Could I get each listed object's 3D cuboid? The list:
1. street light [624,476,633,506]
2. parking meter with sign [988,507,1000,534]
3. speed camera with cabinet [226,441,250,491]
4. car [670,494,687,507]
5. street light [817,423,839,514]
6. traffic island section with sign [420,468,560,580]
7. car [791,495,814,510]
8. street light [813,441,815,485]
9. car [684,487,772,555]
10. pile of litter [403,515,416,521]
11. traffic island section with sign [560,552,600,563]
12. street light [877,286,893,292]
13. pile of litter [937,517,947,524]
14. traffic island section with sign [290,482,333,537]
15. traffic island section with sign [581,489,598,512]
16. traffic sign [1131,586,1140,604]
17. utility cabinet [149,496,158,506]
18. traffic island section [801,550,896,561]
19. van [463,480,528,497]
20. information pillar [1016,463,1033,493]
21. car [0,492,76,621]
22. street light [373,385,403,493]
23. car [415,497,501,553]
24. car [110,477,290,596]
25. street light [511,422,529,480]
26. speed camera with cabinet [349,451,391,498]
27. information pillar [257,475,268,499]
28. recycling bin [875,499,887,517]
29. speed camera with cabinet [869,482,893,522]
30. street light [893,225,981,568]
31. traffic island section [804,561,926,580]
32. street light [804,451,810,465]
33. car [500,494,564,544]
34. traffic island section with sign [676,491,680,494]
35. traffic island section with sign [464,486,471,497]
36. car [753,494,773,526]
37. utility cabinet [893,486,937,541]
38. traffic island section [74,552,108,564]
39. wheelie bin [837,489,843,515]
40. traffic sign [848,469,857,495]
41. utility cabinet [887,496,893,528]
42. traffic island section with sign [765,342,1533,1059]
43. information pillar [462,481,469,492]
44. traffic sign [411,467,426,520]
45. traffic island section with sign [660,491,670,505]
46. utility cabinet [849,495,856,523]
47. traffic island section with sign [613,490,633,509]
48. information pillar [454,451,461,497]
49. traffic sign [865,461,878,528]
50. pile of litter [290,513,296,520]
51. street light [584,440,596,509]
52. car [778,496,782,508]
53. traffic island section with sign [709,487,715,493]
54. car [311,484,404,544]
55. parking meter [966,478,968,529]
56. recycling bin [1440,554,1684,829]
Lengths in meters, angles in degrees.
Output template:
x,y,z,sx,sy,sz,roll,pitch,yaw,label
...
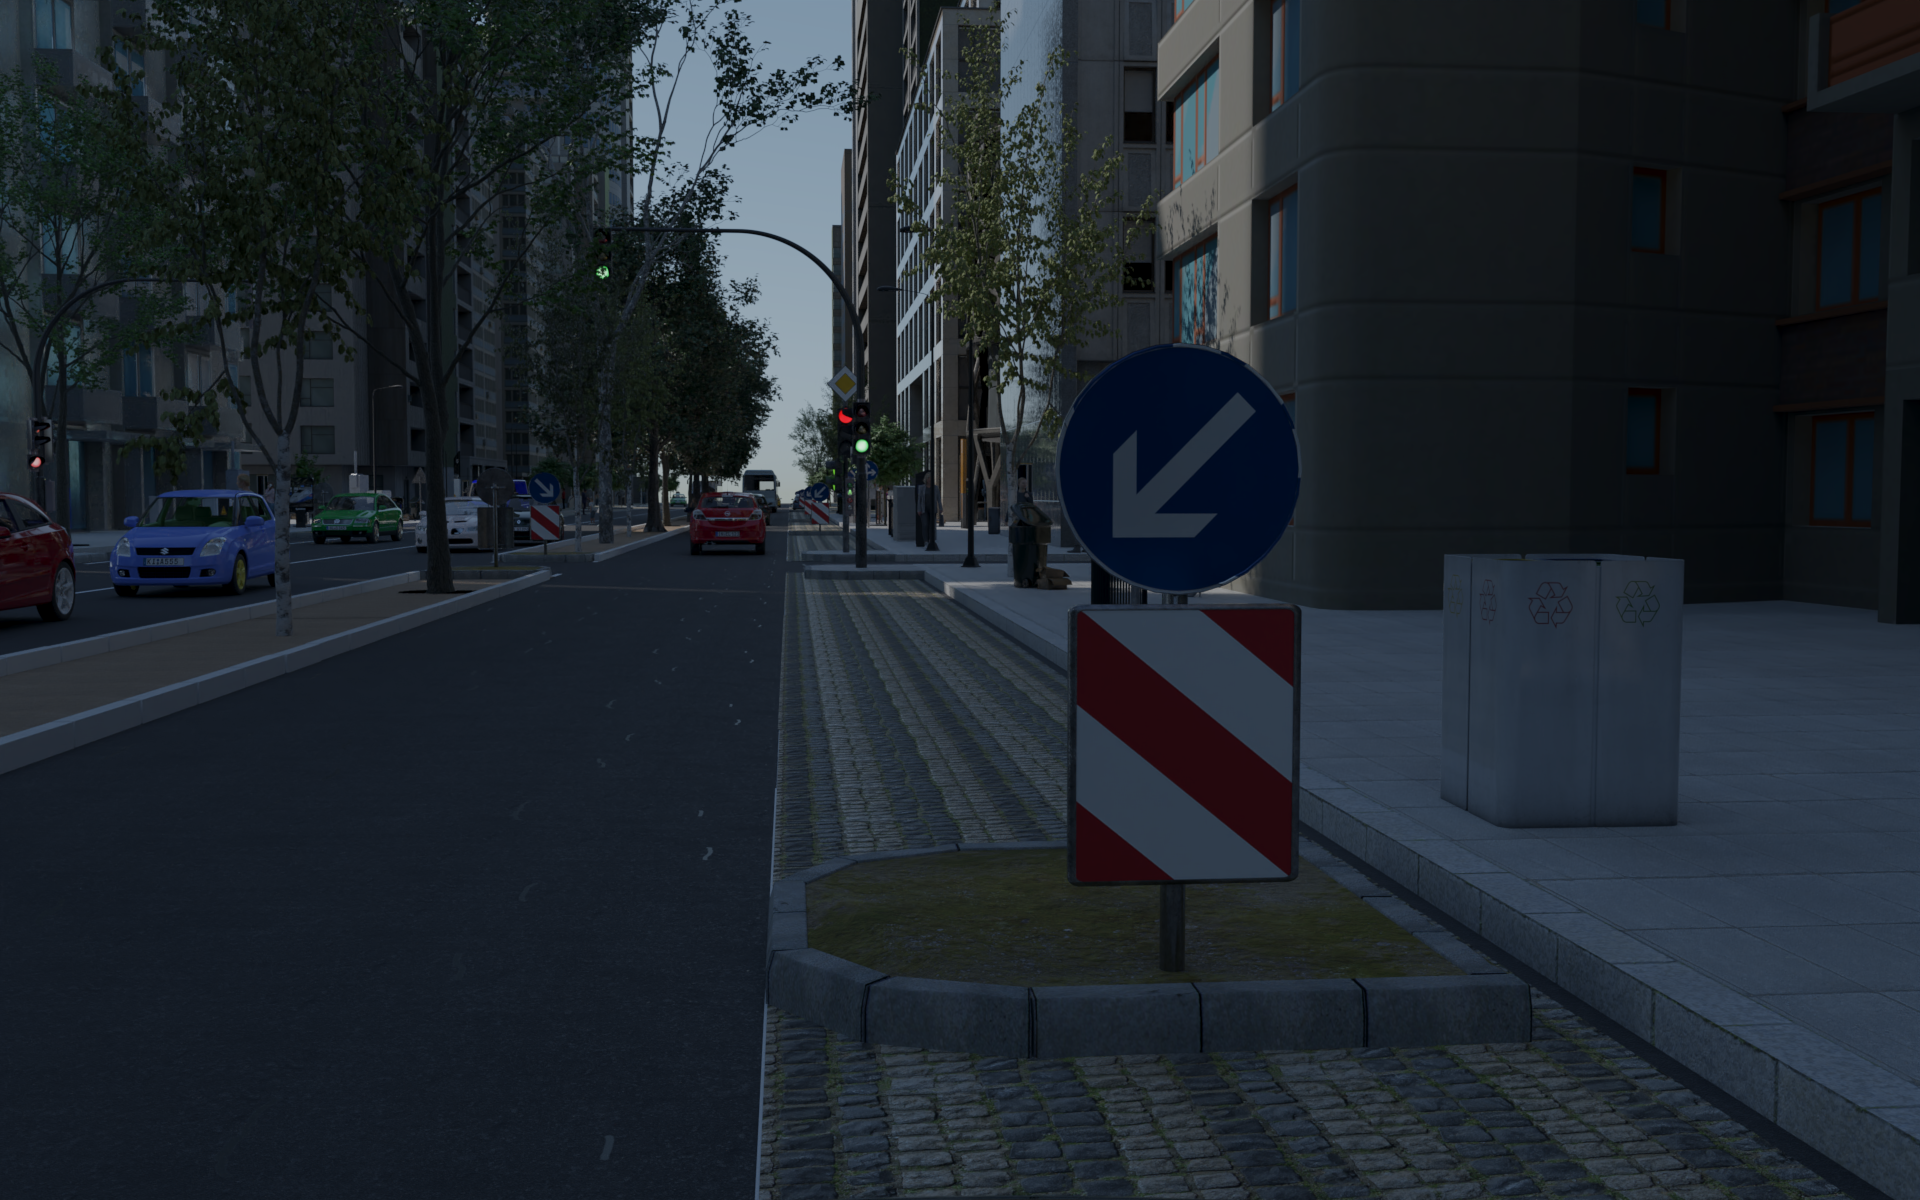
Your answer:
x,y,z,sx,sy,sz,roll,pitch,yaw,label
-35.539,-13.098,186.699,1.470,5.913,1.316,0,4,-6,street light
1.769,-3.596,55.056,1.738,3.016,0.543,1,4,11,parking meter with sign
-27.019,-4.247,63.776,0.660,3.252,2.038,1,4,13,speed camera with cabinet
-32.175,-11.575,198.052,1.959,1.807,4.718,0,4,-7,car
-8.605,-8.682,114.489,1.470,5.913,1.316,0,4,-6,street light
-8.095,-1.324,29.782,2.006,1.907,1.989,0,4,-6,traffic island section with sign
-12.946,-8.016,143.058,2.014,1.417,4.499,0,4,-5,car
-12.160,-10.956,151.671,1.470,5.913,1.316,0,4,-6,street light
-5.660,-2.033,42.277,2.155,1.783,4.494,0,4,-7,car
-26.360,-4.115,81.246,1.719,0.858,1.176,-1,4,-18,pile of litter
-8.810,-1.775,37.155,2.006,1.907,1.989,0,4,-6,traffic island section with sign
-1.158,-4.057,38.879,1.470,5.913,1.316,0,4,-6,street light
-1.150,-3.770,75.600,1.176,0.858,1.719,0,4,5,pile of litter
-21.497,-3.035,58.246,1.989,1.847,2.006,0,4,-6,traffic island section with sign
-29.139,-7.794,136.052,1.989,1.847,2.006,0,4,-6,traffic island section with sign
1.650,-0.985,16.207,0.768,2.556,0.104,0,4,1,traffic sign
-26.280,-2.781,56.639,0.306,1.237,1.020,-1,4,-18,utility cabinet
-2.486,-0.968,38.114,2.009,0.180,2.903,0,4,-6,traffic island section
-19.428,-4.183,72.779,2.240,2.365,5.245,0,4,-5,van
1.530,-2.247,41.226,0.304,2.012,0.304,2,4,24,information pillar
-10.818,-0.550,18.030,2.155,1.783,4.494,0,4,-7,car
-24.481,-6.209,74.063,1.470,5.913,1.316,0,4,-6,street light
-12.570,-1.936,44.021,2.083,1.381,4.827,0,4,-7,car
-11.158,-0.975,25.535,1.945,1.707,3.694,0,4,-7,car
-28.213,-8.550,112.327,1.470,5.913,1.316,0,4,-6,street light
-26.989,-5.195,79.275,2.038,3.252,0.660,2,4,26,speed camera with cabinet
-26.550,-3.759,65.952,0.304,2.012,0.304,0,4,3,information pillar
-4.306,-5.232,98.102,0.722,1.027,0.722,3,5,40,recycling bin
-3.264,-5.163,78.758,2.038,3.252,0.660,1,4,11,speed camera with cabinet
-0.348,-3.525,30.174,1.470,5.913,1.316,0,4,-6,street light
-1.705,-0.482,30.167,2.009,0.180,2.903,0,4,-6,traffic island section
-16.773,-13.775,197.761,1.470,5.913,1.316,0,4,-6,street light
-12.285,-2.412,49.229,2.009,1.686,4.222,0,4,-7,car
-39.849,-14.459,245.029,1.989,1.847,2.006,0,4,-6,traffic island section with sign
-24.172,-4.705,85.554,1.989,1.847,2.006,0,4,-6,traffic island section with sign
-9.611,-4.271,79.618,2.009,1.686,4.222,0,4,-7,car
-1.223,-2.355,47.191,1.173,1.500,0.318,-2,4,-26,utility cabinet
-19.347,-0.868,36.469,2.009,0.180,2.903,0,4,-6,traffic island section
-7.249,-6.139,108.279,0.980,1.594,0.693,-2,4,-35,wheelie bin
-4.928,-4.971,81.379,0.768,2.556,0.104,0,4,-4,traffic sign
-2.494,-3.344,65.840,0.306,1.237,1.020,-1,4,-17,utility cabinet
0.402,0.201,5.335,1.989,1.847,2.006,0,4,-6,traffic island section with sign
-27.148,-5.547,95.191,0.304,2.012,0.304,0,4,-3,information pillar
-26.258,-5.155,84.295,0.884,2.594,0.081,0,4,-2,traffic sign
-37.166,-12.786,217.681,1.989,1.847,2.006,0,4,-6,traffic island section with sign
-4.553,-4.031,77.065,0.306,1.237,1.020,2,4,33,utility cabinet
-31.778,-9.434,162.878,1.989,1.847,2.006,0,4,-6,traffic island section with sign
-27.254,-6.273,93.918,0.504,3.616,0.183,3,4,38,information pillar
-3.503,-4.045,66.245,0.768,2.556,0.104,0,4,1,traffic sign
-33.792,-4.485,87.291,1.176,0.858,1.719,2,4,26,pile of litter
-31.794,-10.798,149.088,1.470,5.913,1.316,0,4,-6,street light
-19.976,-10.666,184.614,2.015,1.641,3.980,0,4,-7,car
-16.166,-6.348,111.934,2.006,1.907,1.989,0,4,-6,traffic island section with sign
-17.825,-2.601,51.322,1.959,1.807,4.718,0,4,-4,car
0.350,-3.545,63.675,0.255,1.863,0.399,0,4,4,parking meter
2.407,0.340,6.989,0.722,1.027,0.722,0,4,-4,recycling bin
